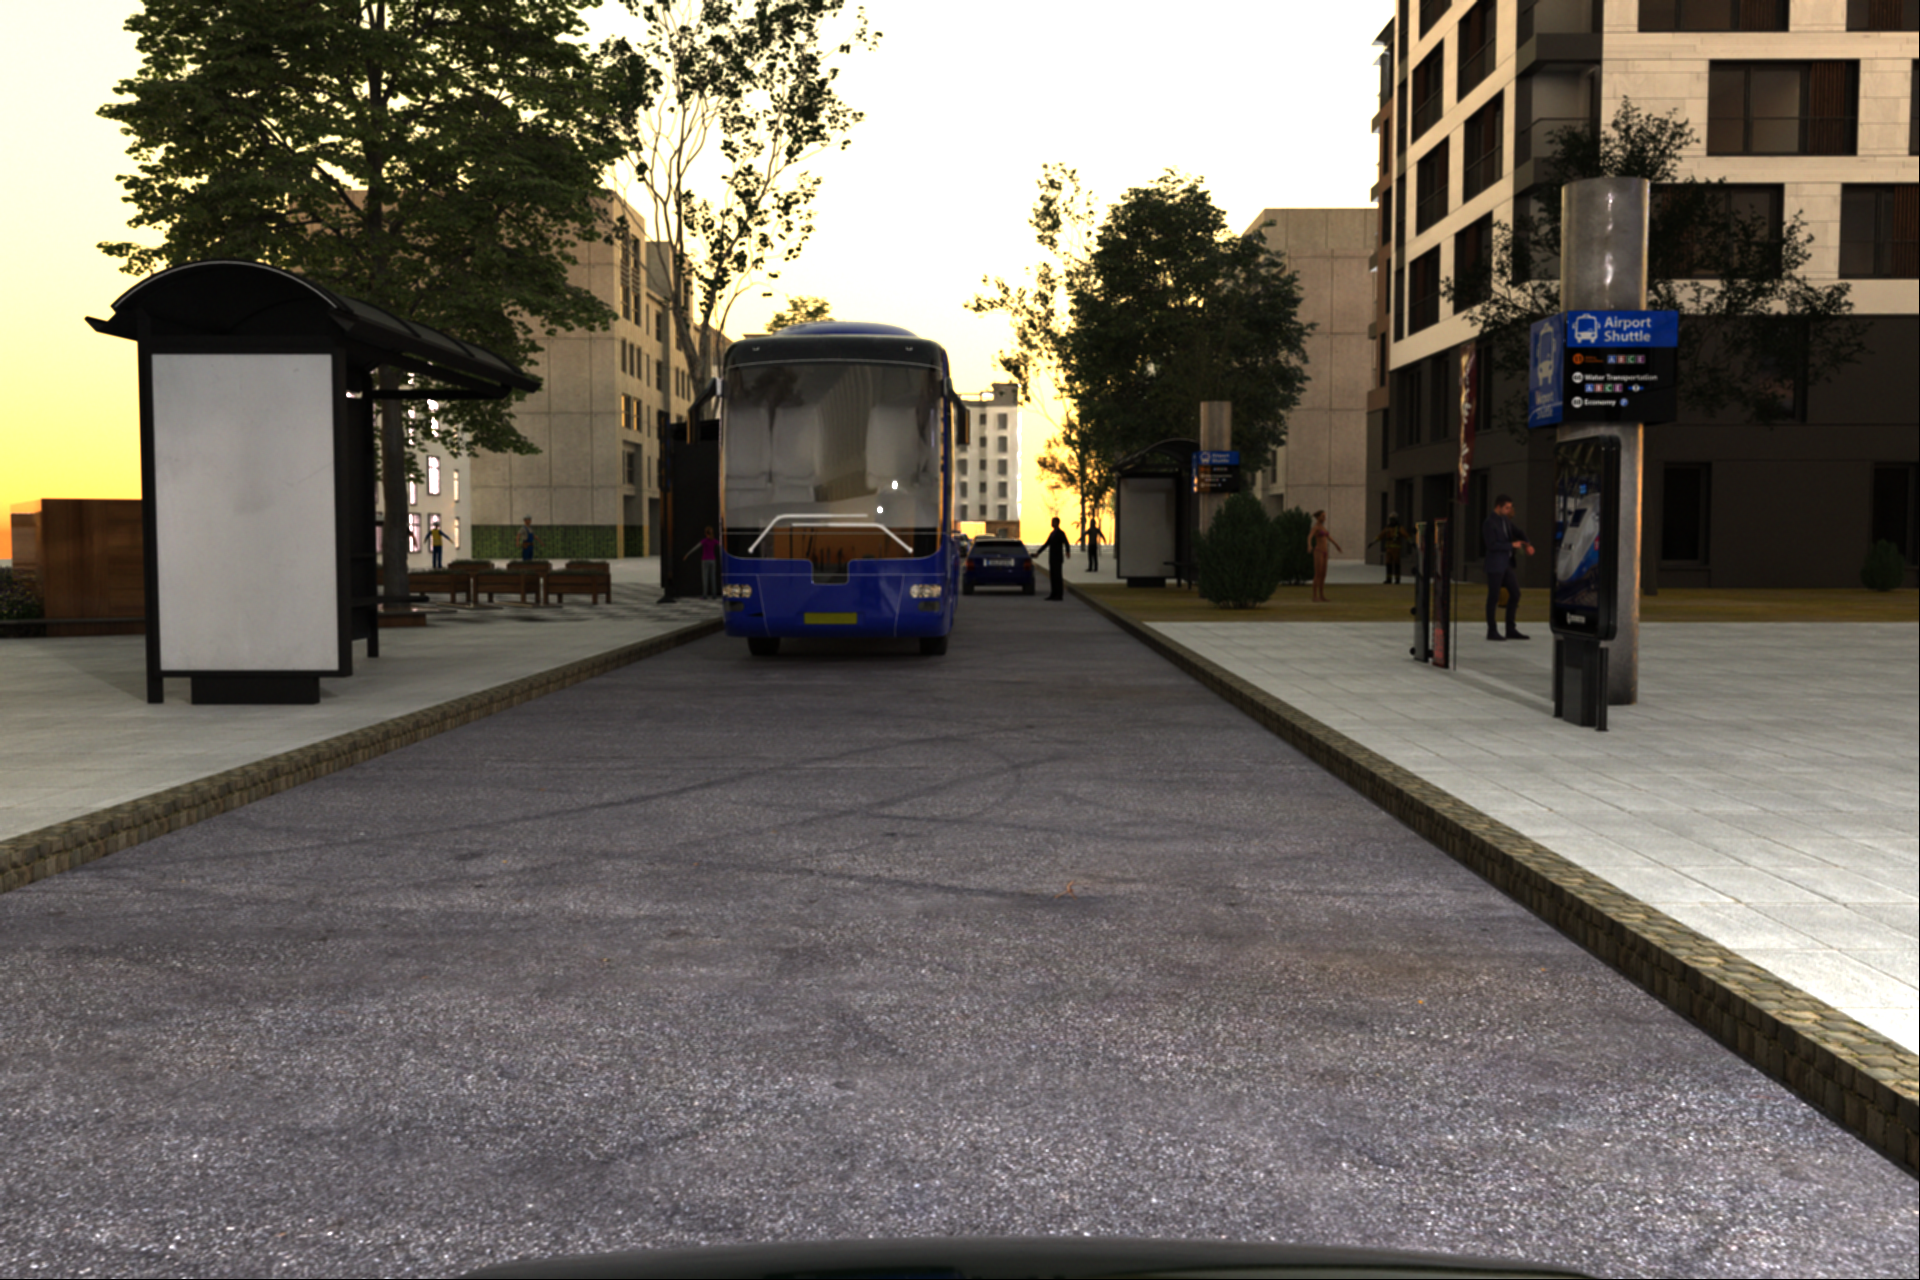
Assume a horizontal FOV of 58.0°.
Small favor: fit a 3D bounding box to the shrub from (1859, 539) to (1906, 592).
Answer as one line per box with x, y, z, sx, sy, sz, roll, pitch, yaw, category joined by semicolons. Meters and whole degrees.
20.464;-1.669;38.400;1.383;1.207;1.383;0;3;0;shrub

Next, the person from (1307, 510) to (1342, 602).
6.915;-1.596;32.903;0.721;1.733;1.217;3;5;41;person

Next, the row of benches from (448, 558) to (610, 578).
-10.958;-1.730;43.755;4.104;0.672;1.422;0;4;-7;row of benches

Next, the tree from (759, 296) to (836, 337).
-7.571;-10.100;83.261;7.486;12.596;7.792;0;3;0;tree

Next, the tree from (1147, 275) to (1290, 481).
6.844;-6.100;50.095;4.360;8.622;3.978;0;3;0;tree

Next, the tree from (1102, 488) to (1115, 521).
19.794;-16.226;215.654;4.737;8.622;4.395;0;3;0;tree

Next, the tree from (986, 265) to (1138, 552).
8.198;-16.379;123.689;12.611;20.169;13.585;0;3;0;tree

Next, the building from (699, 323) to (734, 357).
-26.263;-21.850;188.171;19.493;23.208;18.063;0;4;1;building

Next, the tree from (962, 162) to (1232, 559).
6.937;-14.284;89.431;12.611;20.169;13.585;0;3;0;tree

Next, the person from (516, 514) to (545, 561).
-12.464;-2.701;50.025;0.705;1.847;1.347;1;4;19;person

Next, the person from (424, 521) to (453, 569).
-19.338;-3.530;64.187;1.216;1.772;0.721;1;4;15;person

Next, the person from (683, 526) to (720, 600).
-4.922;-1.500;33.785;0.991;1.433;0.599;-2;4;-32;person

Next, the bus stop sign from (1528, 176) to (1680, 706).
4.856;-1.476;13.144;0.837;3.901;0.837;0;4;1;bus stop sign

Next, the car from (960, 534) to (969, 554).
-0.380;-6.759;120.301;2.009;1.686;4.222;0;4;1;car

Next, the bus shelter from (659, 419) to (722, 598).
-5.100;-2.830;37.554;1.731;3.624;6.357;0;4;1;bus shelter

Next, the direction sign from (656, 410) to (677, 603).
-5.459;-2.453;32.097;0.379;3.537;0.876;0;4;1;direction sign

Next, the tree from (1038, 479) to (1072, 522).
12.352;-16.264;216.277;4.360;8.622;3.978;0;3;0;tree

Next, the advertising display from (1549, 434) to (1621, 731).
4.192;-0.394;11.655;0.123;1.923;0.974;0;4;1;advertising display

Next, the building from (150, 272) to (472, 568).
-24.752;-7.809;69.833;9.099;9.664;28.070;0;4;2;building

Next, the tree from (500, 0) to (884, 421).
-9.083;-11.972;51.629;12.611;20.169;13.585;0;3;0;tree

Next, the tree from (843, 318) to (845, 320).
-7.505;-11.510;98.553;12.009;13.543;11.850;0;3;0;tree

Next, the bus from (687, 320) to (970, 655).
-1.298;-1.970;23.752;2.896;3.916;12.251;0;4;0;bus

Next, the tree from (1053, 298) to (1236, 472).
7.905;-9.025;73.313;9.928;11.665;9.643;0;3;0;tree

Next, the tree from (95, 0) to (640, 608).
-8.183;-6.482;24.103;7.486;12.596;7.792;0;3;0;tree

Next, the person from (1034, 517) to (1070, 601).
2.046;-1.755;37.375;0.704;1.802;1.346;-2;4;-29;person

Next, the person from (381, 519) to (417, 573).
-15.368;-2.536;47.608;1.345;1.843;0.704;2;4;29;person

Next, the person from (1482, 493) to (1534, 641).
6.634;-0.879;20.864;0.683;1.767;0.568;-3;5;-45;person

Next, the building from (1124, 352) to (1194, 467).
26.155;-20.922;173.009;19.493;23.208;18.063;0;4;1;building

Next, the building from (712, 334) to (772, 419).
-21.937;-18.858;164.754;16.016;20.090;11.380;0;4;1;building

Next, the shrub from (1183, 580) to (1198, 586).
6.074;-2.391;43.139;1.661;2.075;1.752;0;3;0;shrub

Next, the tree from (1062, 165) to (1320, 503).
7.986;-9.398;60.314;9.857;13.997;8.962;0;3;0;tree

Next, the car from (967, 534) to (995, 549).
1.439;-5.567;101.246;2.015;1.641;3.980;0;4;0;car

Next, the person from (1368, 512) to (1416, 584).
11.197;-2.386;44.778;1.354;1.858;0.705;3;5;42;person

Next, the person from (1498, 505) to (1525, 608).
9.575;-1.475;30.254;0.704;1.812;1.346;0;4;3;person

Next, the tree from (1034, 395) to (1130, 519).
8.414;-10.843;111.688;8.767;10.594;7.601;2;4;27;tree

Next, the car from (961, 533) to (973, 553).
-0.064;-7.030;124.533;1.945;1.707;3.694;0;4;0;car

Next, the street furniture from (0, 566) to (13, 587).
-21.054;-1.575;32.599;11.010;1.723;9.812;-1;4;-19;street furniture

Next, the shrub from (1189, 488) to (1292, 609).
4.811;-1.571;29.733;1.661;2.075;1.752;0;3;0;shrub

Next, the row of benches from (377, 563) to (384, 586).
-14.042;-1.379;38.003;4.104;0.672;1.422;1;4;20;row of benches

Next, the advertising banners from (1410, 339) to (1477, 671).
4.645;-1.253;16.672;0.090;3.025;2.074;0;4;1;advertising banners

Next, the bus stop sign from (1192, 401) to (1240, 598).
5.097;-2.788;34.598;0.837;3.901;0.837;0;3;0;bus stop sign

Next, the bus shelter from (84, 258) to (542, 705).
-5.394;-1.319;15.491;2.014;3.302;5.546;0;3;0;bus shelter

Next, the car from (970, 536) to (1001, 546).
1.446;-4.496;86.094;1.945;1.354;3.894;0;4;1;car

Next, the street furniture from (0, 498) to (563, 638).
-12.489;-1.152;25.685;11.010;1.723;9.812;-2;4;-32;street furniture

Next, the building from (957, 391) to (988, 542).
-3.429;-22.105;220.292;11.380;20.090;16.016;0;4;-6;building

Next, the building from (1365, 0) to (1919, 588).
27.461;-12.988;56.332;27.936;21.610;32.646;0;4;1;building

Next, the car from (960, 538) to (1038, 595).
0.933;-1.799;41.999;1.945;1.354;3.894;0;4;1;car

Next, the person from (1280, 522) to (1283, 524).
11.614;-3.397;62.269;0.721;1.740;1.216;0;4;-5;person

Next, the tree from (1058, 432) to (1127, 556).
7.979;-9.148;99.937;4.737;8.622;4.395;0;3;0;tree

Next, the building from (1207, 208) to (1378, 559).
24.949;-14.441;102.561;16.747;18.905;31.486;0;4;1;building

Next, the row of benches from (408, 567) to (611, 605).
-8.370;-1.028;32.265;4.104;0.672;1.422;1;4;14;row of benches

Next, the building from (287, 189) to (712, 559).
-25.861;-14.586;104.941;16.747;18.905;31.486;0;4;1;building

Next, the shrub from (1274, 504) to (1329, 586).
8.367;-2.377;43.284;1.690;2.028;1.600;0;3;0;shrub

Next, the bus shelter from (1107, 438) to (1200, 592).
4.581;-2.765;39.125;2.014;3.302;5.546;0;4;0;bus shelter

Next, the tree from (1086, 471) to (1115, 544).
19.650;-17.625;222.579;7.601;10.594;8.767;0;3;0;tree

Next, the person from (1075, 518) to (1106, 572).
4.518;-3.245;59.189;1.348;1.813;0.705;-2;4;-34;person

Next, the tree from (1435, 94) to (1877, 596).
14.480;-6.224;36.177;8.767;10.594;7.601;0;4;7;tree
